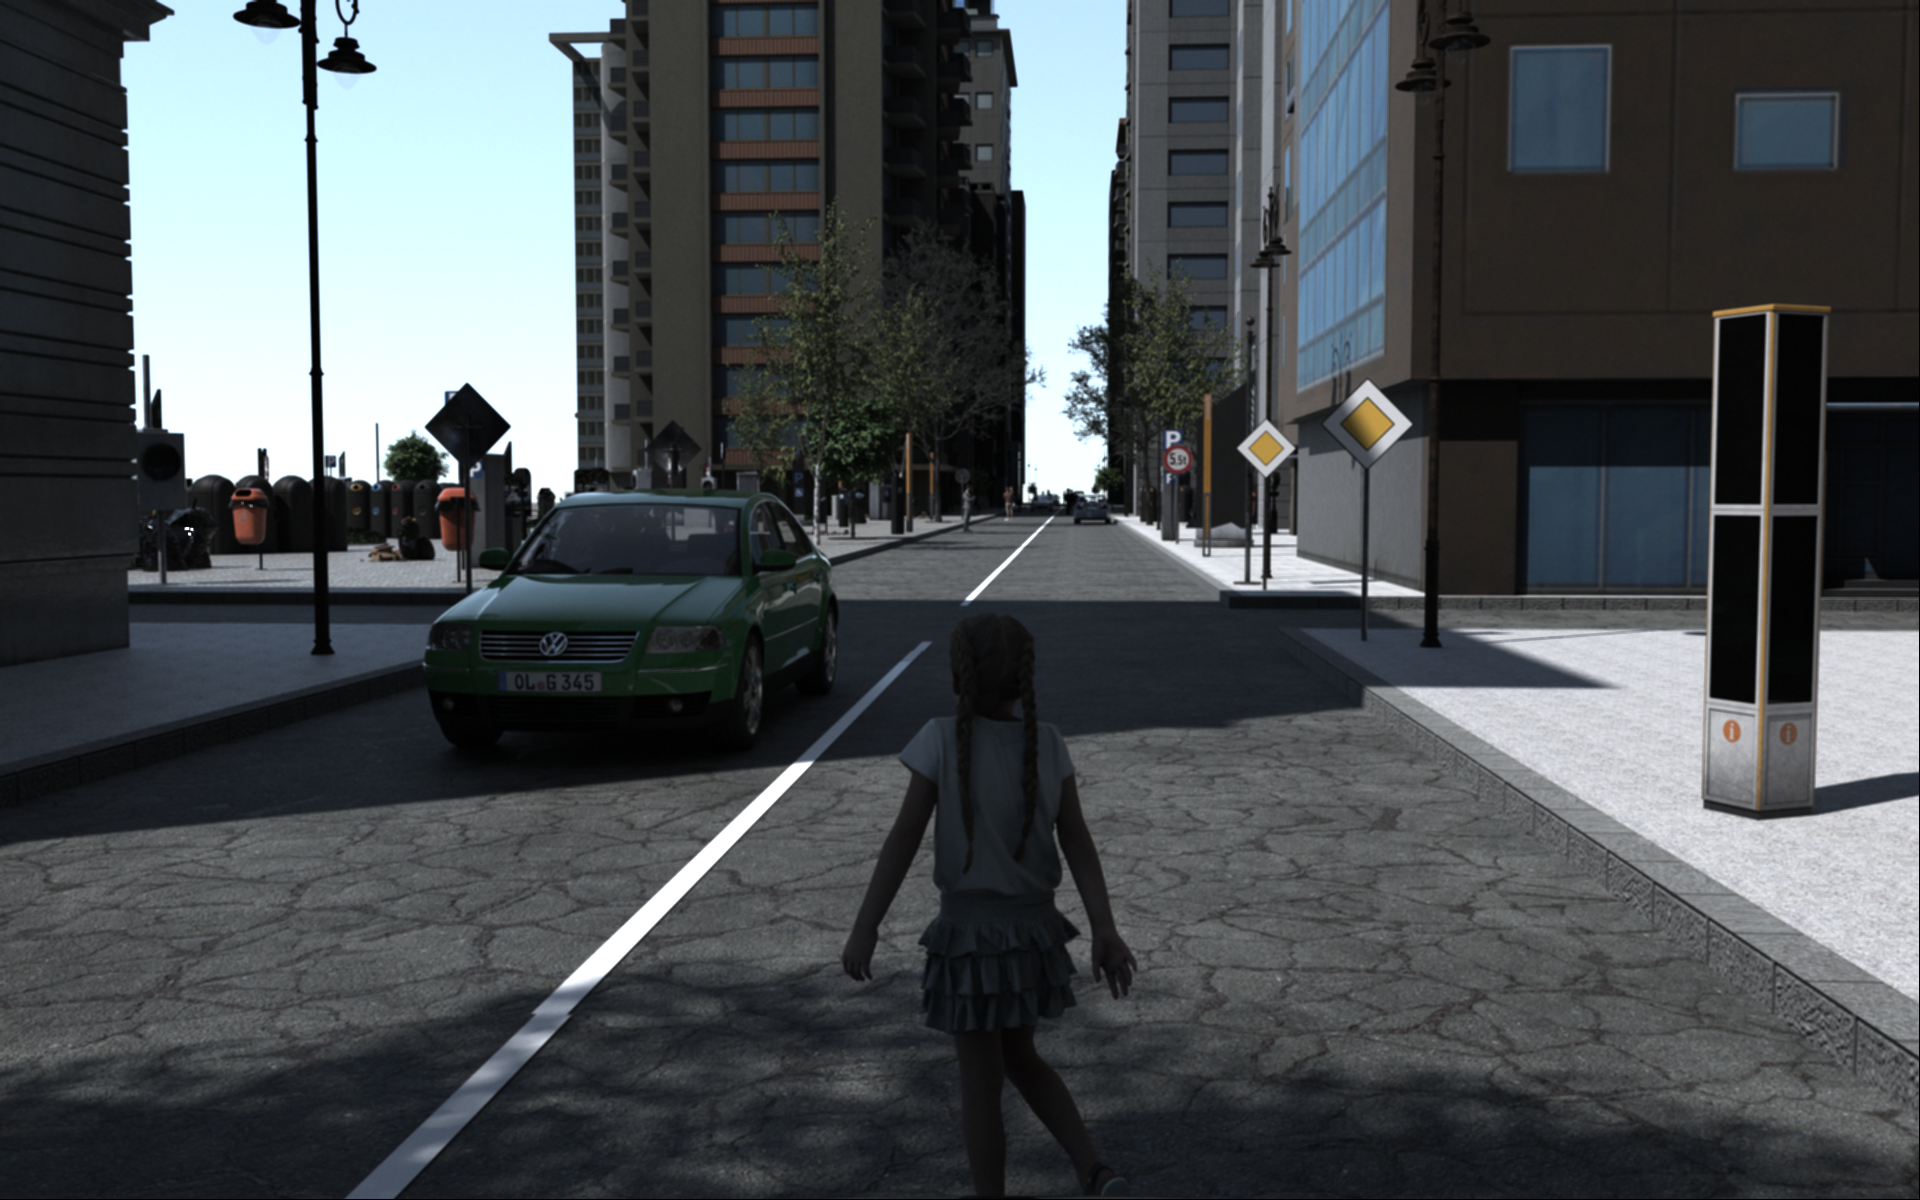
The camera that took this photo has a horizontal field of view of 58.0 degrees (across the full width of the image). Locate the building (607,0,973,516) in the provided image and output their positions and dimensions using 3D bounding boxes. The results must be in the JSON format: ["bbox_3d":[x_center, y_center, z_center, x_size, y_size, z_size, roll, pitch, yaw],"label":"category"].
[{"bbox_3d":[-10.648,-28.076,113.660,22.147,44.769,28.867,0,4,4],"label":"building"}]

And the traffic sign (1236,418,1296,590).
[{"bbox_3d":[4.065,-1.188,23.063,0.795,2.450,0.064,0,4,4],"label":"traffic sign"}]

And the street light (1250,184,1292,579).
[{"bbox_3d":[4.672,-3.267,26.201,0.468,5.910,1.993,0,4,4],"label":"street light"}]

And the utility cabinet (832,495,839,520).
[{"bbox_3d":[-6.052,-4.640,87.025,0.306,1.237,1.020,2,4,28],"label":"utility cabinet"}]

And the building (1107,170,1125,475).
[{"bbox_3d":[31.827,-38.005,245.090,21.300,48.544,21.600,0,4,4],"label":"building"}]

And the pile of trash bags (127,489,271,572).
[{"bbox_3d":[-13.244,-1.201,29.386,3.447,1.369,1.912,1,4,14],"label":"pile of trash bags"}]

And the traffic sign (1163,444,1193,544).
[{"bbox_3d":[5.590,-2.713,44.467,0.768,2.556,0.104,0,4,5],"label":"traffic sign"}]

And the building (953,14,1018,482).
[{"bbox_3d":[-8.205,-37.179,197.116,28.713,52.752,27.495,0,4,4],"label":"building"}]

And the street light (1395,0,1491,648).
[{"bbox_3d":[3.956,-2.544,14.375,0.468,5.910,1.993,0,4,4],"label":"street light"}]

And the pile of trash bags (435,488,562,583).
[{"bbox_3d":[-6.001,-0.979,25.755,3.447,1.369,1.912,-1,4,-17],"label":"pile of trash bags"}]

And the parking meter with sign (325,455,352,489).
[{"bbox_3d":[-27.616,-4.973,77.574,1.738,3.016,0.543,2,4,32],"label":"parking meter with sign"}]

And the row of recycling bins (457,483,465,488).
[{"bbox_3d":[-18.410,-3.451,63.536,1.069,1.692,3.534,0,4,7],"label":"row of recycling bins"}]

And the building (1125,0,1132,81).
[{"bbox_3d":[24.734,-29.837,142.455,22.147,44.769,28.867,0,4,4],"label":"building"}]

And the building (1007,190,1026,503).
[{"bbox_3d":[2.310,-36.610,248.685,14.600,45.320,14.200,0,4,4],"label":"building"}]

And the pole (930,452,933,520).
[{"bbox_3d":[-1.389,-5.571,84.932,0.158,3.312,0.155,0,3,0],"label":"pole"}]

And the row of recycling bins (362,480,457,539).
[{"bbox_3d":[-16.399,-2.638,50.246,3.534,1.692,1.069,2,4,28],"label":"row of recycling bins"}]

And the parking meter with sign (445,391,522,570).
[{"bbox_3d":[-8.227,-2.070,30.098,0.543,3.016,1.738,1,4,14],"label":"parking meter with sign"}]

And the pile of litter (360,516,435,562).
[{"bbox_3d":[-10.901,-1.197,33.532,1.176,0.858,1.719,3,4,38],"label":"pile of litter"}]

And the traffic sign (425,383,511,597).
[{"bbox_3d":[-4.442,-0.734,15.647,0.795,2.450,0.064,0,4,4],"label":"traffic sign"}]

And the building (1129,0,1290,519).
[{"bbox_3d":[21.745,-34.948,113.400,21.231,58.520,28.212,0,4,4],"label":"building"}]

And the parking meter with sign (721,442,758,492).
[{"bbox_3d":[-7.206,-3.828,58.853,1.738,3.016,0.543,-1,4,-13],"label":"parking meter with sign"}]

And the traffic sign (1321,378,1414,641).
[{"bbox_3d":[3.533,-0.701,15.096,0.795,2.450,0.064,0,4,4],"label":"traffic sign"}]

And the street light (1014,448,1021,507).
[{"bbox_3d":[5.521,-12.169,171.751,0.468,5.910,1.993,0,4,4],"label":"street light"}]

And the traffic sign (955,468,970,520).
[{"bbox_3d":[0.126,-5.232,85.648,0.768,2.556,0.104,0,4,5],"label":"traffic sign"}]

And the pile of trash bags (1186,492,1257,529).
[{"bbox_3d":[9.913,-3.339,64.338,1.912,1.369,3.447,-2,4,-26],"label":"pile of trash bags"}]

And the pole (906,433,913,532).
[{"bbox_3d":[-1.697,-3.933,58.143,0.158,3.312,0.155,0,3,0],"label":"pole"}]

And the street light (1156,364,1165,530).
[{"bbox_3d":[7.116,-5.448,61.860,0.468,5.910,1.993,0,4,4],"label":"street light"}]

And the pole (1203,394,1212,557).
[{"bbox_3d":[5.056,-2.542,35.403,0.158,3.312,0.155,0,3,0],"label":"pole"}]

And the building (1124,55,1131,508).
[{"bbox_3d":[22.709,-29.424,164.672,14.154,41.232,14.086,0,4,4],"label":"building"}]

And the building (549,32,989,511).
[{"bbox_3d":[-14.042,-27.443,140.582,32.217,40.220,23.993,0,4,4],"label":"building"}]

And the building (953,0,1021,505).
[{"bbox_3d":[-2.964,-55.810,225.170,22.319,86.520,31.000,0,4,4],"label":"building"}]

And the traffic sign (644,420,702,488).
[{"bbox_3d":[-3.910,-1.221,23.614,0.795,2.450,0.064,0,4,4],"label":"traffic sign"}]

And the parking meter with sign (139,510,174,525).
[{"bbox_3d":[-18.671,-2.632,39.293,1.738,3.016,0.543,-3,5,-40],"label":"parking meter with sign"}]

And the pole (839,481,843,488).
[{"bbox_3d":[-4.859,-4.712,70.885,0.158,3.312,0.155,0,3,0],"label":"pole"}]

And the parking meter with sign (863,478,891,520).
[{"bbox_3d":[-4.079,-5.415,84.790,1.738,3.016,0.543,3,5,39],"label":"parking meter with sign"}]

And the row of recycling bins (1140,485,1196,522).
[{"bbox_3d":[9.778,-4.383,78.779,3.534,1.692,1.069,3,4,36],"label":"row of recycling bins"}]

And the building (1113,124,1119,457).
[{"bbox_3d":[28.857,-33.287,198.872,22.147,44.769,28.867,0,4,4],"label":"building"}]

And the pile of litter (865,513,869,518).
[{"bbox_3d":[-5.459,-4.865,93.500,1.719,0.858,1.176,-2,4,-35],"label":"pile of litter"}]

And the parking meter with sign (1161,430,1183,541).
[{"bbox_3d":[5.813,-3.155,47.850,0.543,3.016,1.738,0,4,3],"label":"parking meter with sign"}]

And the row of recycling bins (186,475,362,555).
[{"bbox_3d":[-15.000,-1.880,37.844,1.069,1.692,3.534,3,4,36],"label":"row of recycling bins"}]

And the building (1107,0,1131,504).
[{"bbox_3d":[29.573,-47.983,222.765,20.563,71.187,20.611,0,4,4],"label":"building"}]

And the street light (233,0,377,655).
[{"bbox_3d":[-5.114,-2.503,13.719,0.468,5.910,1.993,0,4,4],"label":"street light"}]
